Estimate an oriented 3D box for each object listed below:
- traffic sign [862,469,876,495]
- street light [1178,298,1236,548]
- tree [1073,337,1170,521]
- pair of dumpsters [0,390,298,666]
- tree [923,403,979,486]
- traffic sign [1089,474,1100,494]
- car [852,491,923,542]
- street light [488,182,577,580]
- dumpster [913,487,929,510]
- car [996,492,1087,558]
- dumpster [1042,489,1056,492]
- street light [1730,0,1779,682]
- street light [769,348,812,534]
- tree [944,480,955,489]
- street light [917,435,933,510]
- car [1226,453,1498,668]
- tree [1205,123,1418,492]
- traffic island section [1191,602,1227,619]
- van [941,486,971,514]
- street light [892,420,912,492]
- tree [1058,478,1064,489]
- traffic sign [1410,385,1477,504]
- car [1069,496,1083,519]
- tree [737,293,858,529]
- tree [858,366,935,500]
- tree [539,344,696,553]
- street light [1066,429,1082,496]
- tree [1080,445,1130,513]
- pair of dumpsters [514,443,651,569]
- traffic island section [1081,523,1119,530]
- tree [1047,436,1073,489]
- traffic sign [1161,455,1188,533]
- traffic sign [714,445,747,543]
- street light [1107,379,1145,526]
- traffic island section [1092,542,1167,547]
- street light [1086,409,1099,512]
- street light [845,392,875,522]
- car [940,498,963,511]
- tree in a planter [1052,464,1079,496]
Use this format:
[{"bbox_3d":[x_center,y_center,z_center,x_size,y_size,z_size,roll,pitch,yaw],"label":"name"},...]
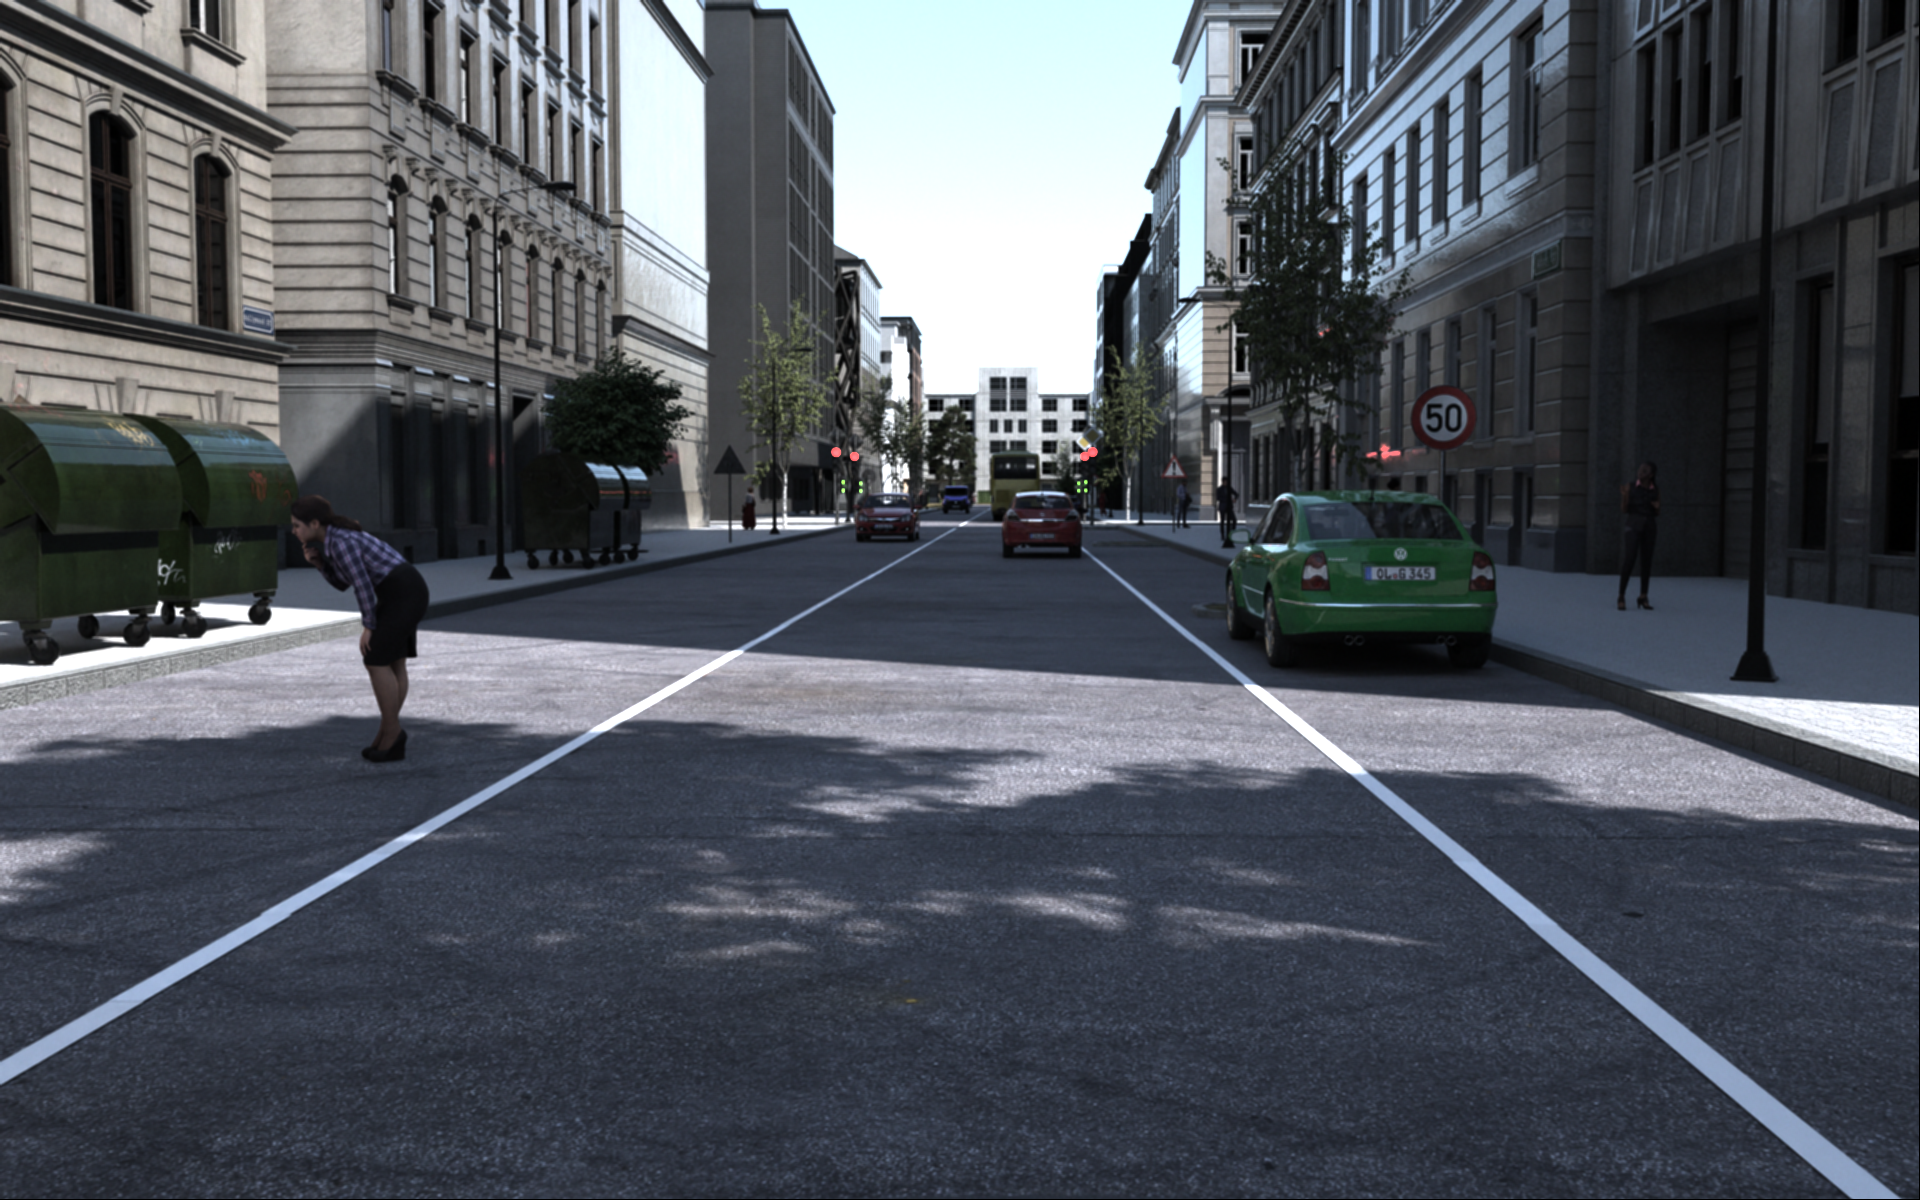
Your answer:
[{"bbox_3d":[-4.653,-5.396,88.328,0.768,2.556,0.104,1,4,11],"label":"traffic sign"},{"bbox_3d":[5.849,-4.191,41.072,1.470,5.913,1.316,0,4,2],"label":"street light"},{"bbox_3d":[7.945,-8.054,82.042,4.737,8.622,4.395,0,3,0],"label":"tree"},{"bbox_3d":[-7.325,-0.759,14.901,1.574,2.255,4.436,0,4,2],"label":"pair of dumpsters"},{"bbox_3d":[-1.107,-17.380,206.214,6.751,12.117,7.091,0,3,0],"label":"tree"},{"bbox_3d":[8.438,-6.684,109.383,0.768,2.556,0.104,1,4,9],"label":"traffic sign"},{"bbox_3d":[-2.203,-2.716,53.453,2.155,1.783,4.494,0,4,1],"label":"car"},{"bbox_3d":[-6.391,-3.265,25.917,1.470,5.913,1.316,0,4,2],"label":"street light"},{"bbox_3d":[-3.261,-8.469,144.219,1.264,1.857,1.865,0,4,2],"label":"dumpster"},{"bbox_3d":[1.903,-1.915,40.354,2.155,1.783,4.494,0,4,2],"label":"car"},{"bbox_3d":[7.531,-8.119,140.969,1.865,1.857,1.264,0,4,1],"label":"dumpster"},{"bbox_3d":[4.952,-2.402,11.816,1.470,5.913,1.316,0,4,2],"label":"street light"},{"bbox_3d":[-5.385,-5.054,55.169,1.470,5.913,1.316,0,4,2],"label":"street light"},{"bbox_3d":[-0.893,-13.475,214.916,1.663,3.219,1.824,0,3,0],"label":"tree"},{"bbox_3d":[-2.857,-10.082,137.379,1.470,5.913,1.316,0,4,2],"label":"street light"},{"bbox_3d":[3.489,-0.420,15.669,1.959,1.807,4.718,0,4,2],"label":"car"},{"bbox_3d":[6.851,-5.151,34.574,4.737,8.622,4.395,0,3,0],"label":"tree"},{"bbox_3d":[3.784,0.137,20.627,1.991,0.108,1.994,0,4,2],"label":"traffic island section"},{"bbox_3d":[-0.244,-7.586,128.423,2.240,2.365,5.245,0,4,1],"label":"van"},{"bbox_3d":[-3.660,-8.292,108.121,1.470,5.913,1.316,0,4,2],"label":"street light"},{"bbox_3d":[12.221,-12.774,203.451,1.663,3.219,1.824,0,3,0],"label":"tree"},{"bbox_3d":[5.648,-1.236,20.314,0.768,2.556,0.104,0,4,2],"label":"traffic sign"},{"bbox_3d":[6.119,-5.310,99.394,1.945,1.354,3.894,0,4,1],"label":"car"},{"bbox_3d":[-6.519,-6.969,64.297,4.737,8.622,4.395,0,3,0],"label":"tree"},{"bbox_3d":[-4.270,-9.156,100.057,4.737,8.622,4.395,0,3,0],"label":"tree"},{"bbox_3d":[-7.524,-3.328,38.120,4.285,4.588,4.351,0,3,0],"label":"tree"},{"bbox_3d":[8.525,-9.225,123.363,1.470,5.913,1.316,0,4,2],"label":"street light"},{"bbox_3d":[9.824,-8.181,117.470,4.285,4.588,4.351,0,3,0],"label":"tree"},{"bbox_3d":[-6.799,-1.770,31.426,1.574,2.255,4.436,0,4,2],"label":"pair of dumpsters"},{"bbox_3d":[5.394,-2.949,70.497,2.009,0.180,2.903,0,4,2],"label":"traffic island section"},{"bbox_3d":[13.094,-16.557,221.071,4.737,8.622,4.395,0,3,0],"label":"tree"},{"bbox_3d":[7.085,-3.506,57.326,0.884,2.594,0.081,1,4,9],"label":"traffic sign"},{"bbox_3d":[-6.064,-2.792,45.656,0.884,2.594,0.081,0,4,8],"label":"traffic sign"},{"bbox_3d":[6.822,-5.981,70.324,1.470,5.913,1.316,0,4,2],"label":"street light"},{"bbox_3d":[4.660,-1.535,47.961,1.991,0.108,1.994,0,4,2],"label":"traffic island section"},{"bbox_3d":[7.651,-7.427,93.968,1.470,5.913,1.316,0,4,2],"label":"street light"},{"bbox_3d":[-4.545,-6.485,78.568,1.470,5.913,1.316,0,4,2],"label":"street light"},{"bbox_3d":[-0.638,-8.599,149.634,2.155,1.783,4.494,0,4,0],"label":"car"},{"bbox_3d":[6.438,-6.472,103.035,1.991,3.239,1.994,0,4,2],"label":"tree in a planter"}]
